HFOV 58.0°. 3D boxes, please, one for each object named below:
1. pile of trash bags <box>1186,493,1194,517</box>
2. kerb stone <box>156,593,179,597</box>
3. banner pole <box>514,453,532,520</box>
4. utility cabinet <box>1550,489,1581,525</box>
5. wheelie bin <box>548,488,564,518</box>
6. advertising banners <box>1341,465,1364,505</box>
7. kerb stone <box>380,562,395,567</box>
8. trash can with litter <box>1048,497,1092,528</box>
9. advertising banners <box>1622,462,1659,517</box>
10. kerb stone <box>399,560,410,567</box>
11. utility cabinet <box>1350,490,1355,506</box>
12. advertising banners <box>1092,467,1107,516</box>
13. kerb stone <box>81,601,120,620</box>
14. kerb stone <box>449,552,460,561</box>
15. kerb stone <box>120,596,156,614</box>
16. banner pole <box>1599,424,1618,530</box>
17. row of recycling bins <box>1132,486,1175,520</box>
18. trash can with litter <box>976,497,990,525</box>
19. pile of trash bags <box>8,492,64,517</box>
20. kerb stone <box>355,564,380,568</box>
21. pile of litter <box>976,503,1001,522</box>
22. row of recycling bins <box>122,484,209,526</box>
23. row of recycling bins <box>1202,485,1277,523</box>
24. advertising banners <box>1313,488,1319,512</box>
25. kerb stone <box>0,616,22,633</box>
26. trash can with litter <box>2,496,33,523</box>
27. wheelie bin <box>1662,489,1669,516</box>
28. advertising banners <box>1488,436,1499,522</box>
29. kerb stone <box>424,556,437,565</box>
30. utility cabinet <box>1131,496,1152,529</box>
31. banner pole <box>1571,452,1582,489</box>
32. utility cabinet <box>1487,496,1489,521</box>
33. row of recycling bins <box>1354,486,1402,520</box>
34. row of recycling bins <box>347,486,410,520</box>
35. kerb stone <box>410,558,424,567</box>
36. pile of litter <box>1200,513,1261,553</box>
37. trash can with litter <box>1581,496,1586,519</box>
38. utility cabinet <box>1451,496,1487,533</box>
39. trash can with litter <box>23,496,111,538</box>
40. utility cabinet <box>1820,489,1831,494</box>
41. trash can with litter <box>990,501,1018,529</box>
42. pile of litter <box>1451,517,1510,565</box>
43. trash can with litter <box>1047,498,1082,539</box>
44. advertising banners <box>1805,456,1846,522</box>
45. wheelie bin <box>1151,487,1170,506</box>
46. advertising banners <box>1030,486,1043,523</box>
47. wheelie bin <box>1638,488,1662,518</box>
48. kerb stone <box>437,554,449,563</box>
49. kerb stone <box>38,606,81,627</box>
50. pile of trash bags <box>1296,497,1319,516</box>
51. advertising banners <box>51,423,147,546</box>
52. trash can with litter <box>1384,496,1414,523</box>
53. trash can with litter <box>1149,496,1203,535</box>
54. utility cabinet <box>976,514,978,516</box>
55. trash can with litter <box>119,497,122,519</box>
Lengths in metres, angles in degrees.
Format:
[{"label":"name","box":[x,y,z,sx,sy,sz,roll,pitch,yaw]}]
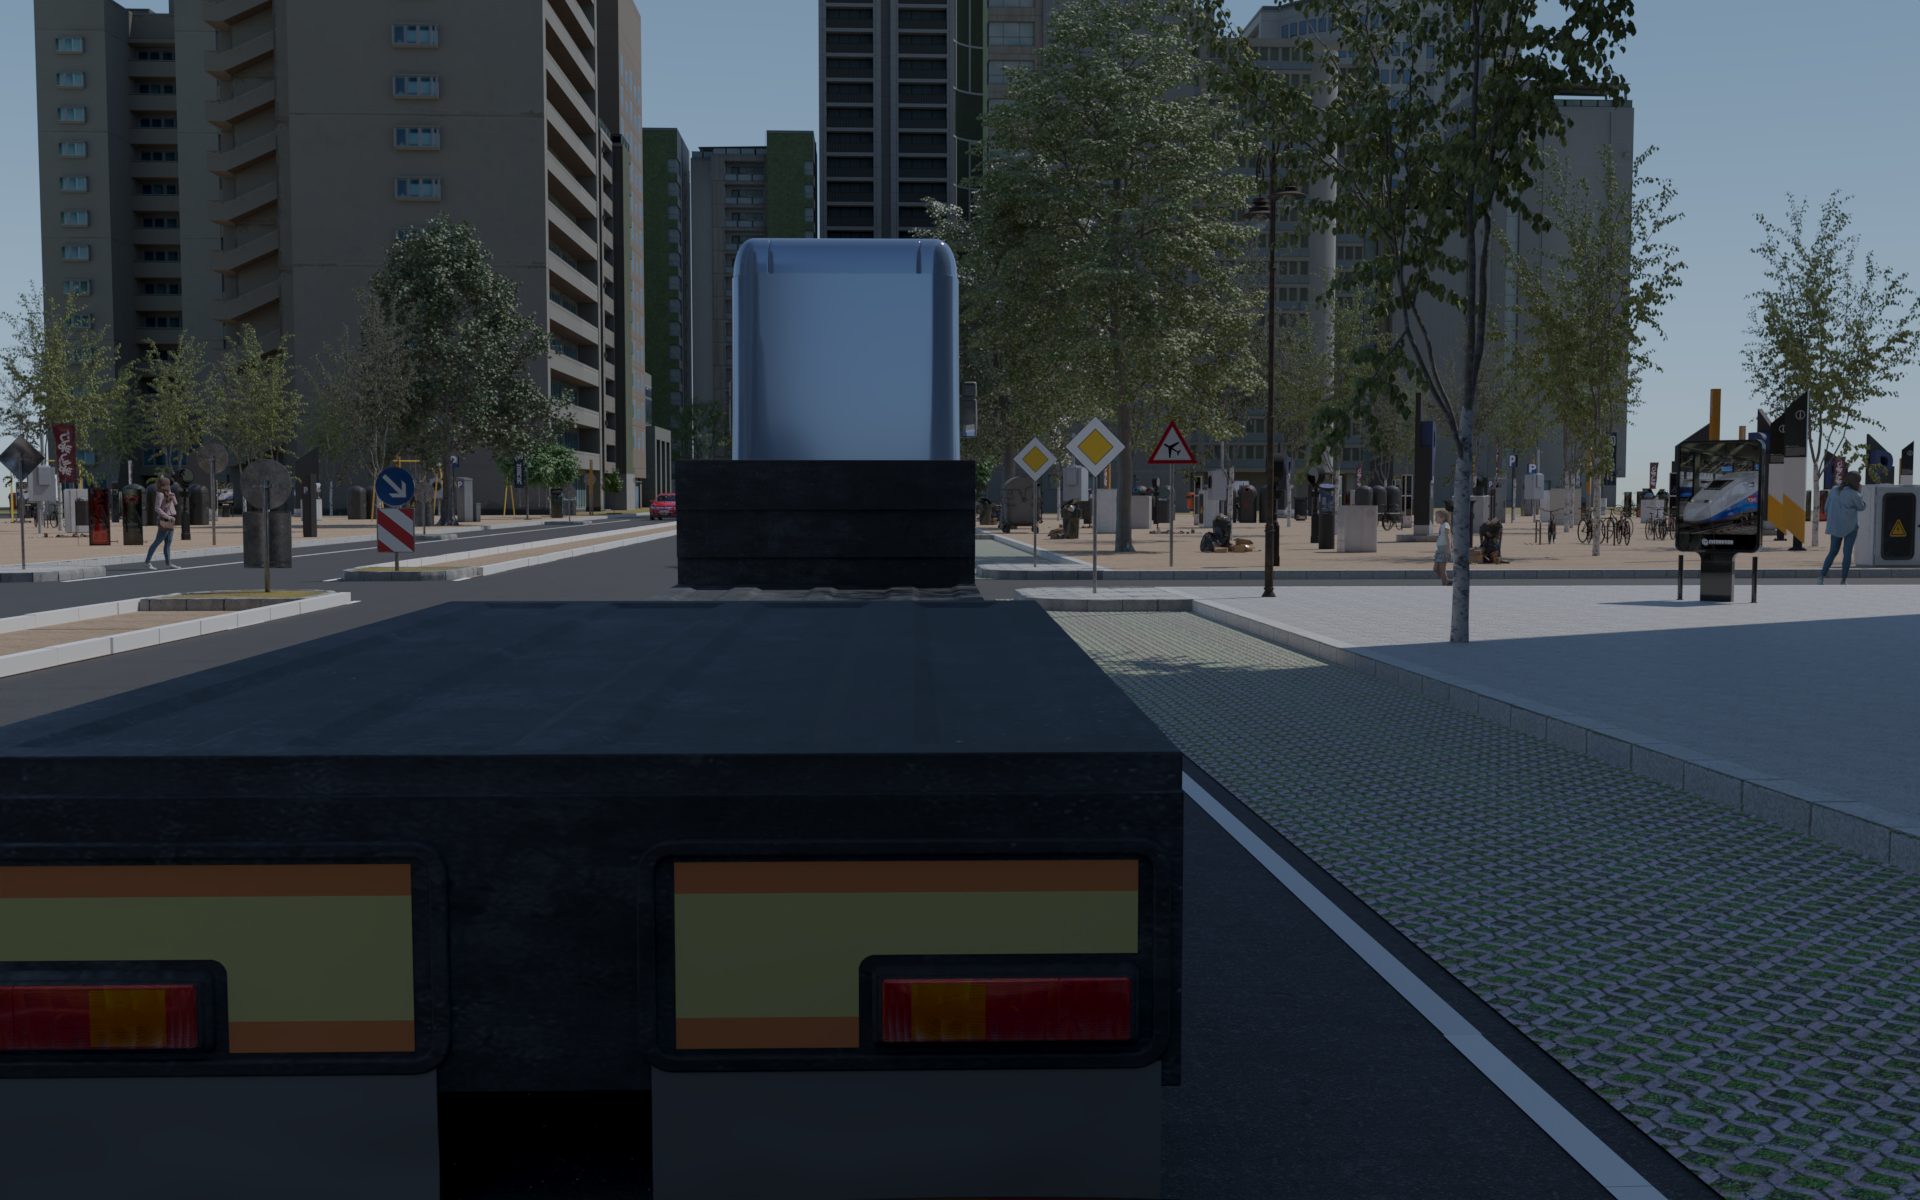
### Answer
[{"label":"pile of trash bags","box":[14.564,-5.489,99.497,3.447,1.369,1.912,-1,4,-19]},{"label":"kerb stone","box":[-10.081,0.016,22.006,0.120,0.150,1.000,0,4,-3]},{"label":"banner pole","box":[-21.735,-5.874,86.051,0.863,3.779,0.401,-1,4,-15]},{"label":"utility cabinet","box":[24.541,-3.764,70.214,1.173,1.500,0.318,1,4,15]},{"label":"wheelie bin","box":[-21.466,-5.162,92.308,0.980,1.594,0.693,-1,4,-15]},{"label":"advertising banners","box":[23.704,-6.694,105.636,0.090,3.025,2.074,-3,5,-44]},{"label":"kerb stone","box":[-10.603,-0.586,31.781,0.120,0.150,1.000,0,4,-3]},{"label":"trash can with litter","box":[4.390,-3.313,65.224,2.233,1.210,1.678,2,4,35]},{"label":"advertising banners","box":[37.538,-6.077,95.542,0.090,3.025,2.074,-3,5,-40]},{"label":"kerb stone","box":[-10.662,-0.649,32.806,0.120,0.150,1.000,0,4,-3]},{"label":"utility cabinet","box":[23.133,-5.612,100.428,1.173,1.500,0.318,-3,4,-37]},{"label":"advertising banners","box":[8.151,-6.469,101.952,0.090,3.025,2.074,3,5,41]},{"label":"kerb stone","box":[-9.989,0.137,19.959,0.120,0.150,1.000,0,4,-3]},{"label":"kerb stone","box":[-10.877,-0.899,36.896,0.120,0.150,1.000,0,4,-3]},{"label":"kerb stone","box":[-10.037,0.074,20.981,0.120,0.150,1.000,0,4,-3]},{"label":"banner pole","box":[22.978,-4.380,61.637,0.863,3.779,0.401,0,4,-7]},{"label":"row of recycling bins","box":[9.159,-4.780,85.264,1.069,1.692,3.534,-3,5,-44]},{"label":"trash can with litter","box":[1.119,-3.684,71.613,0.624,1.170,1.055,2,4,34]},{"label":"pile of trash bags","box":[-51.290,-5.257,95.700,3.447,1.369,1.912,1,4,22]},{"label":"kerb stone","box":[-10.554,-0.520,30.758,0.120,0.150,1.000,0,4,-3]},{"label":"pile of litter","box":[1.289,-4.075,80.592,1.719,0.858,1.176,-3,5,-45]},{"label":"row of recycling bins","box":[-32.176,-3.864,70.281,1.069,1.692,3.534,2,4,35]},{"label":"row of recycling bins","box":[12.358,-4.289,77.235,3.534,1.692,1.069,0,4,8]},{"label":"advertising banners","box":[21.868,-6.659,105.062,0.090,3.025,2.074,2,4,25]},{"label":"kerb stone","box":[-9.864,0.269,17.916,0.120,0.150,1.000,0,4,-3]},{"label":"trash can with litter","box":[-41.748,-4.013,76.663,1.678,1.210,2.233,-1,4,-14]},{"label":"wheelie bin","box":[41.924,-5.840,103.398,0.980,1.594,0.693,-3,5,-43]},{"label":"advertising banners","box":[16.510,-3.510,53.573,0.090,3.025,2.074,1,4,11]},{"label":"kerb stone","box":[-10.764,-0.774,34.855,0.120,0.150,1.000,0,4,-3]},{"label":"utility cabinet","box":[6.550,-3.223,63.861,1.020,1.237,0.306,2,4,30]},{"label":"banner pole","box":[36.552,-6.901,102.849,0.863,3.779,0.401,0,4,-6]},{"label":"utility cabinet","box":[20.033,-3.418,67.042,0.306,1.237,1.020,-2,4,-25]},{"label":"row of recycling bins","box":[20.769,-4.750,84.776,3.534,1.692,1.069,-2,4,-33]},{"label":"row of recycling bins","box":[-29.477,-4.949,88.024,1.069,1.692,3.534,2,4,34]},{"label":"kerb stone","box":[-10.715,-0.711,33.827,0.120,0.150,1.000,0,4,-3]},{"label":"pile of litter","box":[6.017,-1.491,38.343,1.719,0.858,1.176,-2,4,-28]},{"label":"trash can with litter","box":[31.847,-4.704,88.290,0.624,1.170,1.055,0,4,5]},{"label":"utility cabinet","box":[16.794,-2.821,57.282,1.020,1.237,0.306,1,4,20]},{"label":"trash can with litter","box":[-26.394,-2.465,51.357,2.233,1.210,1.678,-2,4,-34]},{"label":"utility cabinet","box":[42.146,-4.596,83.817,1.173,1.500,0.318,-1,4,-23]},{"label":"trash can with litter","box":[1.713,-3.155,62.967,0.624,1.170,1.055,-2,4,-27]},{"label":"pile of litter","box":[9.645,-1.119,32.253,1.176,0.858,1.719,1,4,20]},{"label":"trash can with litter","box":[2.951,-2.327,49.426,1.055,1.170,0.624,3,5,41]},{"label":"advertising banners","box":[40.302,-5.183,80.932,0.090,3.025,2.074,-3,5,-39]},{"label":"wheelie bin","box":[9.426,-4.490,81.327,0.980,1.594,0.693,-1,4,-10]},{"label":"advertising banners","box":[3.333,-4.908,76.434,0.090,3.025,2.074,-1,4,-14]},{"label":"wheelie bin","box":[36.874,-5.203,92.979,0.693,1.594,0.980,-1,4,-22]},{"label":"kerb stone","box":[-10.823,-0.830,35.876,0.120,0.150,1.000,0,4,-3]},{"label":"kerb stone","box":[-9.929,0.199,18.939,0.120,0.150,1.000,0,4,-3]},{"label":"pile of trash bags","box":[19.742,-5.634,101.868,3.447,1.369,1.912,-2,4,-33]},{"label":"advertising banners","box":[-21.392,-2.867,43.058,2.074,3.025,0.090,-1,4,-19]},{"label":"trash can with litter","box":[19.821,-4.085,77.844,2.233,1.210,1.678,1,4,22]},{"label":"trash can with litter","box":[6.987,-2.741,55.872,2.233,1.210,1.678,-1,4,-23]},{"label":"utility cabinet","box":[0.705,-5.472,98.152,0.318,1.500,1.173,-1,4,-17]},{"label":"trash can with litter","box":[-42.770,-4.655,87.162,1.678,1.210,2.233,0,4,4]}]
